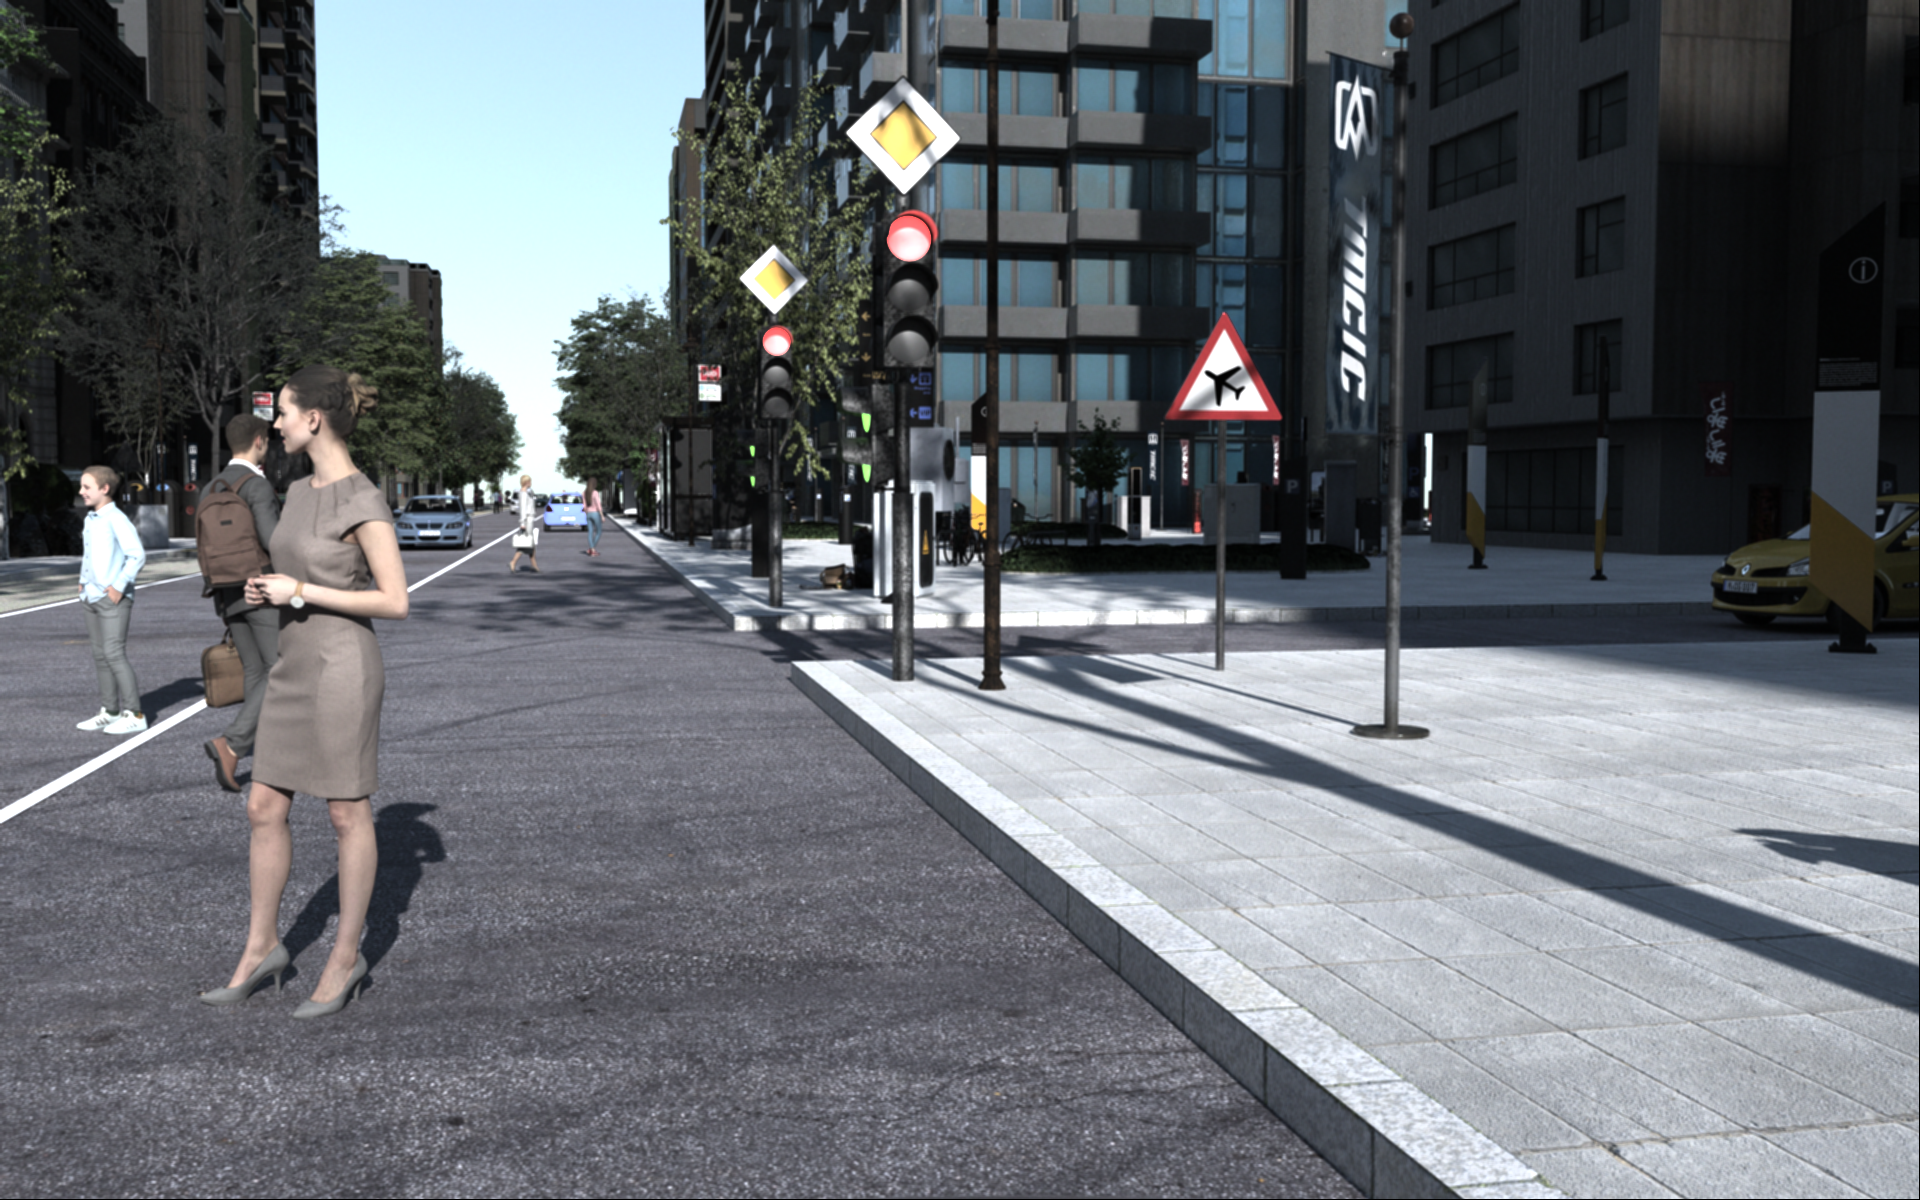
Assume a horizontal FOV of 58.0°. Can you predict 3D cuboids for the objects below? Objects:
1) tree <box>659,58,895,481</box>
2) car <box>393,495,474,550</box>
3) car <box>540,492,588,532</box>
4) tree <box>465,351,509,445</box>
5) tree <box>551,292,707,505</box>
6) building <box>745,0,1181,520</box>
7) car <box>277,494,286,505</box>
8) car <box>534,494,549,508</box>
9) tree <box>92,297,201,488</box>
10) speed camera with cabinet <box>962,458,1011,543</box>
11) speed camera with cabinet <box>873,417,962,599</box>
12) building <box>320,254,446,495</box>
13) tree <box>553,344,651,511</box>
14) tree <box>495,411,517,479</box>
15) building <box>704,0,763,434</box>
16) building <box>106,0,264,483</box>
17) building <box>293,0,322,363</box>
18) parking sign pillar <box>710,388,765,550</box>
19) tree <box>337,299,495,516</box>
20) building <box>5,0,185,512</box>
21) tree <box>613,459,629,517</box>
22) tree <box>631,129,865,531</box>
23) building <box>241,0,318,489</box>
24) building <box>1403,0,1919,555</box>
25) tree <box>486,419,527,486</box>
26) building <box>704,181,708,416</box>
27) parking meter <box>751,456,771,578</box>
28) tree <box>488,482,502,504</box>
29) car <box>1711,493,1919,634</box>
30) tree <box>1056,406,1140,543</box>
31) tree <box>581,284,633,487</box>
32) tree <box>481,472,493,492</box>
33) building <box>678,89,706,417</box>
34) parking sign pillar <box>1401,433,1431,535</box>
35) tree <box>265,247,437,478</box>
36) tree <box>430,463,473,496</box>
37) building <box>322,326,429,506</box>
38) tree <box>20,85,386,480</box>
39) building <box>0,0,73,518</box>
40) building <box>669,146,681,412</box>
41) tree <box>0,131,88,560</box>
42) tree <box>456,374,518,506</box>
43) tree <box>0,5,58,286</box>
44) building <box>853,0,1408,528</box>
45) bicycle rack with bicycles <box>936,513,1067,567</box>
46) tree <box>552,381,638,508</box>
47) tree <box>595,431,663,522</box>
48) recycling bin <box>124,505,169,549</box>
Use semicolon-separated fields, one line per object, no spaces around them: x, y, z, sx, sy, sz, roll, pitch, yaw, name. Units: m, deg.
-3.048;-4.882;30.176;4.737;8.622;4.395;0;3;0;tree
-13.848;-2.060;45.688;2.014;1.417;4.499;-1;4;-13;car
-15.193;-3.499;66.803;1.945;1.707;3.694;-1;4;-14;car
-38.961;-13.404;129.524;12.009;13.543;11.850;0;3;0;tree
-20.650;-12.302;107.796;9.857;13.997;8.962;0;3;0;tree
-2.122;-30.210;113.539;23.786;49.044;30.456;-1;4;-12;building
-10.533;-0.947;27.279;2.131;1.459;4.920;-1;4;-12;car
-40.020;-9.507;165.225;2.009;1.686;4.222;-1;4;-14;car
-30.300;-6.975;64.404;4.360;8.622;3.978;0;3;0;tree
0.366;-3.098;44.983;2.038;3.252;0.660;-3;4;-37;speed camera with cabinet
-0.562;-1.696;22.059;0.660;3.252;2.038;1;4;13;speed camera with cabinet
-71.260;-26.982;212.851;14.160;30.474;14.107;-1;4;-12;building
-25.909;-13.080;130.857;9.611;12.733;9.660;0;3;0;tree
-44.705;-14.576;155.322;9.611;12.733;9.660;0;3;0;tree
-8.825;-31.497;138.684;21.300;48.544;21.600;-1;4;-12;building
-46.846;-19.742;94.486;14.160;30.474;14.107;-1;4;-12;building
-60.246;-42.771;137.551;20.563;71.187;20.611;-1;4;-12;building
-5.139;-3.190;40.624;1.447;3.967;1.447;-2;4;-23;parking sign pillar
-33.566;-11.311;101.944;9.611;12.733;9.660;0;3;0;tree
-40.527;-14.775;71.252;12.332;23.373;15.834;-1;4;-12;building
-18.287;-6.157;95.266;1.663;3.219;1.824;0;3;0;tree
-3.981;-5.224;35.774;4.360;8.622;3.978;0;3;0;tree
-55.162;-28.108;114.190;22.147;44.769;28.867;-1;4;-12;building
19.789;-16.394;39.737;14.107;30.474;14.160;-1;4;-12;building
-63.851;-19.181;239.364;9.928;11.665;9.643;0;3;0;tree
-16.002;-23.504;155.989;14.160;30.474;14.107;-1;4;-12;building
-3.032;-1.281;26.660;0.255;1.863;0.399;1;4;14;parking meter
-61.345;-14.312;228.603;1.663;3.219;1.824;0;3;0;tree
10.129;-0.517;18.685;3.980;1.641;2.015;-1;4;-14;car
3.045;-2.668;38.224;1.663;3.219;1.824;0;3;0;tree
-10.576;-6.654;59.159;4.360;8.622;3.978;0;3;0;tree
-58.900;-16.286;216.632;4.737;8.622;4.395;0;3;0;tree
-23.917;-33.240;193.584;14.600;45.320;14.200;-1;4;-12;building
14.340;-4.035;54.451;1.447;3.967;1.447;1;4;20;parking sign pillar
-28.356;-9.921;80.330;7.486;12.596;7.792;0;3;0;tree
-42.737;-9.895;145.494;4.285;4.588;4.351;0;3;0;tree
-74.048;-21.102;190.052;27.650;21.520;28.899;-1;4;-12;building
-22.669;-8.686;52.392;12.009;13.543;11.850;0;3;0;tree
-36.971;-12.838;51.696;13.314;21.916;24.055;-1;4;-12;building
-27.296;-32.041;207.469;14.154;41.232;14.086;-1;4;-12;building
-18.652;-5.065;33.167;4.737;8.622;4.395;0;3;0;tree
-51.480;-16.955;183.873;9.857;13.997;8.962;0;3;0;tree
-16.413;-5.994;23.763;9.928;11.665;9.643;0;3;0;tree
5.687;-28.026;77.841;23.786;49.044;30.456;-1;4;-12;building
0.587;-1.101;31.391;2.852;0.926;2.925;2;4;27;bicycle rack with bicycles
-31.347;-14.987;155.407;12.009;13.543;11.850;0;3;0;tree
-13.879;-5.903;80.227;4.285;4.588;4.351;0;3;0;tree
-19.102;-1.719;40.664;0.722;1.027;0.722;2;4;34;recycling bin
